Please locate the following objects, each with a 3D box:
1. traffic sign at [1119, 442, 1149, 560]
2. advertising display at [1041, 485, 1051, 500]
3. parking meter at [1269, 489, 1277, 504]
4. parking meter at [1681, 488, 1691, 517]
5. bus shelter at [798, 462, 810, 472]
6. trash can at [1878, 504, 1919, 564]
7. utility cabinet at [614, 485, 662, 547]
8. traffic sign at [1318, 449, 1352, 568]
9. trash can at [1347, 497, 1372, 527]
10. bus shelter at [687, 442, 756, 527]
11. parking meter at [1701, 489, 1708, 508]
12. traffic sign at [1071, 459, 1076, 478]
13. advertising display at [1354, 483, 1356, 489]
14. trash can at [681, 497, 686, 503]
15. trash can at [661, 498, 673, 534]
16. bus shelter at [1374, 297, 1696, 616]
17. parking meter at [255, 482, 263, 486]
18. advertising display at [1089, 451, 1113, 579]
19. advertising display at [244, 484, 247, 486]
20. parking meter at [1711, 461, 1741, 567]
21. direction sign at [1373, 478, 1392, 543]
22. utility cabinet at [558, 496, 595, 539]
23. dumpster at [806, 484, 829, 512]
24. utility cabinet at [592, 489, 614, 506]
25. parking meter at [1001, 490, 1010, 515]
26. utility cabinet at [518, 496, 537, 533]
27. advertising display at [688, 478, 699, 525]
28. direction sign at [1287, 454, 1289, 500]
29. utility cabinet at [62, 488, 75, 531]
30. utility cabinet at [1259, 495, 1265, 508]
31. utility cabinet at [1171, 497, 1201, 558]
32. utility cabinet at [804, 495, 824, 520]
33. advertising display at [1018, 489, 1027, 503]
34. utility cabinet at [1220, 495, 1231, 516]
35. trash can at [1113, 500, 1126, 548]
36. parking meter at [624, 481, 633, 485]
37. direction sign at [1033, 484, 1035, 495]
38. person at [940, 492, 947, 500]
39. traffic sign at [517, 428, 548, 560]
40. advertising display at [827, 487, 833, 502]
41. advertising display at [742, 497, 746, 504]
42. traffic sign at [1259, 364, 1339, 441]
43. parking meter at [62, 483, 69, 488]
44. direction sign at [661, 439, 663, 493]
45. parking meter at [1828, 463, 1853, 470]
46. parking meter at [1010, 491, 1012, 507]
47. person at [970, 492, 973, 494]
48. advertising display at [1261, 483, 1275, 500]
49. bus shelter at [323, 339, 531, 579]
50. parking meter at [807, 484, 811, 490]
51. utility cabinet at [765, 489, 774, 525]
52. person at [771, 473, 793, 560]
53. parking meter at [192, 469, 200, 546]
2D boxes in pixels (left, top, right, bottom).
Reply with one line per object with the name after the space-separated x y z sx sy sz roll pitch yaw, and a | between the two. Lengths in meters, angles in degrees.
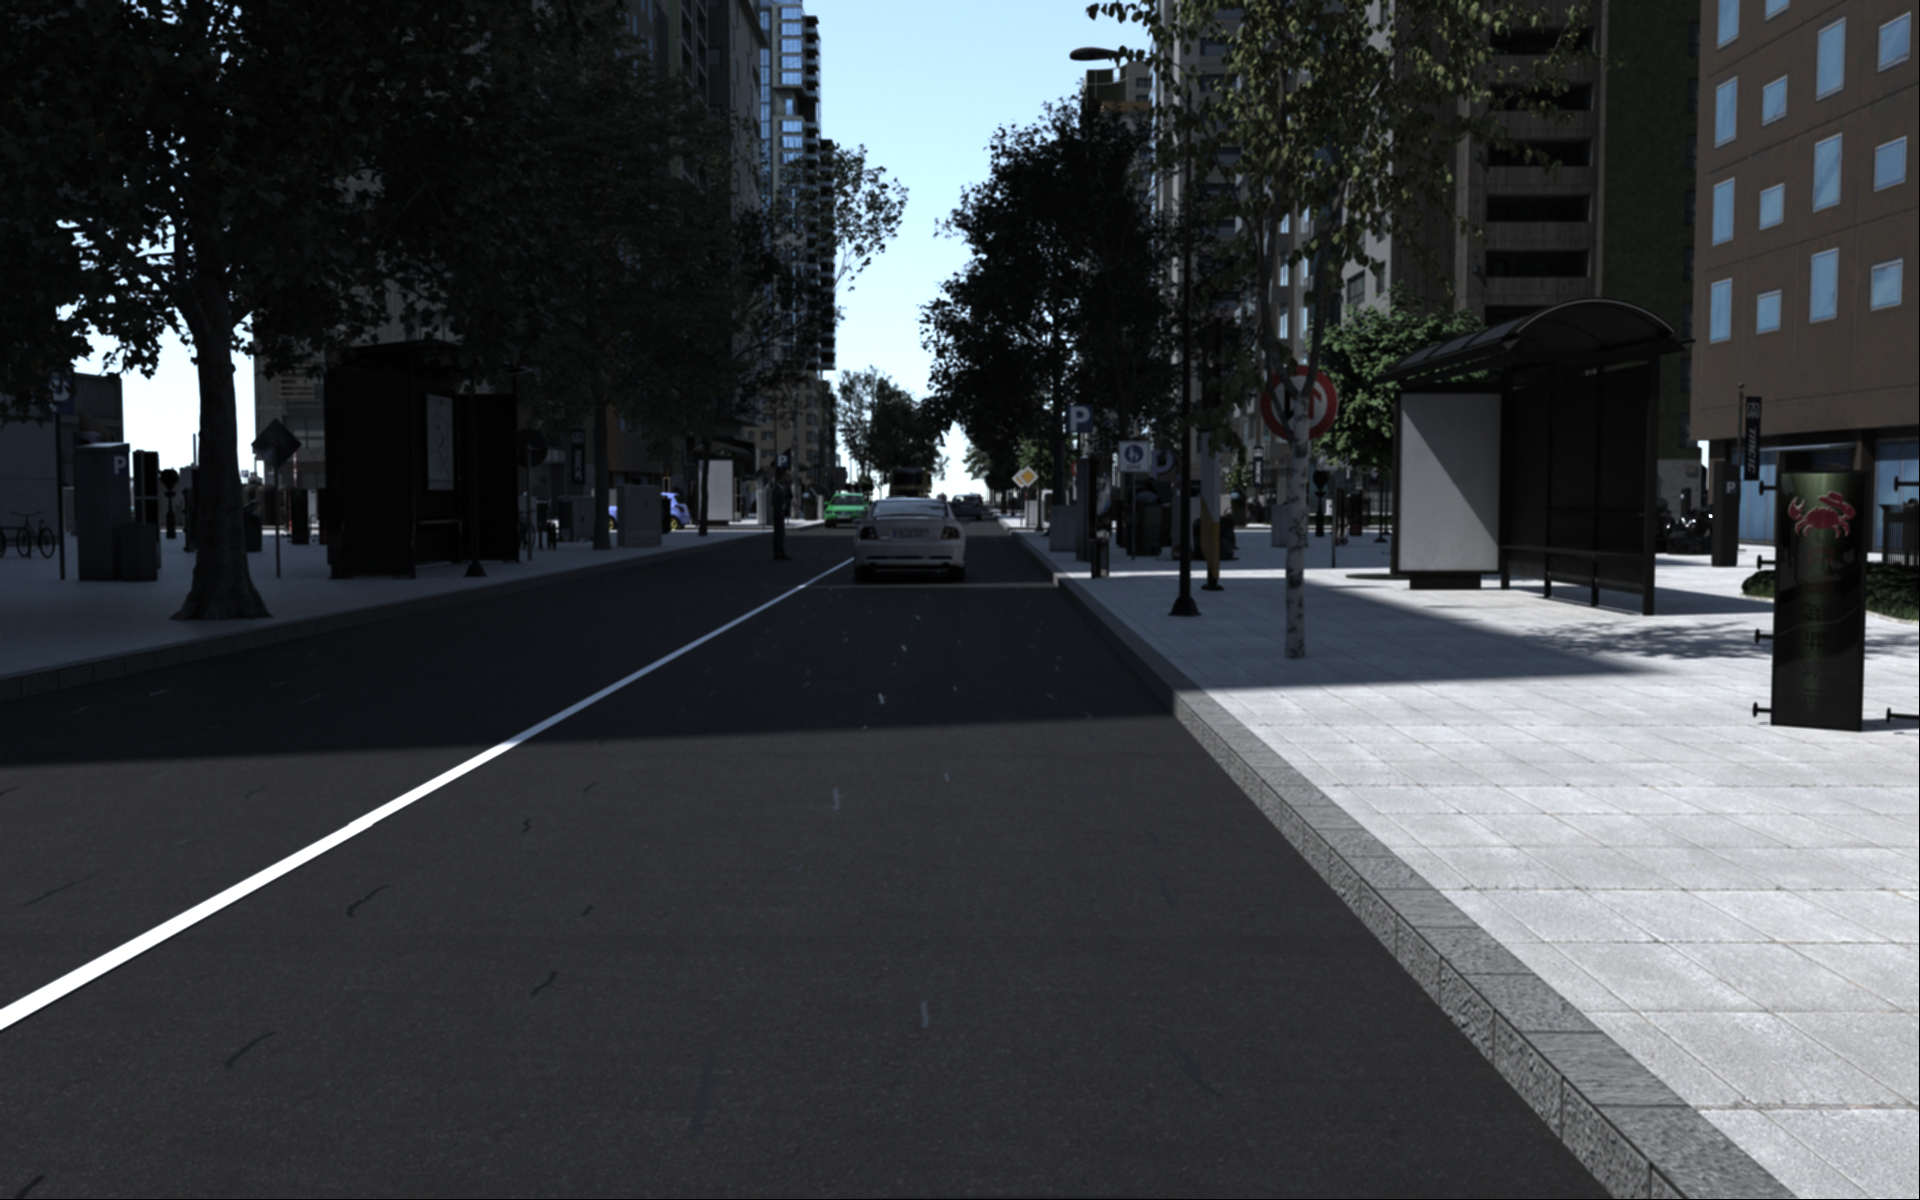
3.367 -1.924 33.585 0.606 2.300 0.079 0 4 7 | traffic sign
4.513 -5.298 91.834 0.123 1.923 0.974 -2 4 -31 | advertising display
16.346 -5.017 90.440 0.372 1.533 0.369 0 3 0 | parking meter
29.150 -3.739 69.544 0.372 1.533 0.369 0 3 0 | parking meter
-10.388 -6.817 105.374 2.014 3.302 5.546 0 4 1 | bus shelter
13.092 -0.751 23.940 0.748 1.137 0.748 0 3 0 | trash can
-7.796 -2.047 42.155 0.318 1.500 1.173 3 4 38 | utility cabinet
6.496 -1.708 30.055 0.606 2.300 0.079 0 4 6 | traffic sign
15.735 -3.427 67.684 0.748 1.137 0.748 0 3 0 | trash can
-9.594 -4.670 70.270 2.014 3.302 5.546 0 4 0 | bus shelter
38.865 -5.022 90.519 0.372 1.533 0.369 0 3 0 | parking meter
4.240 -3.688 60.408 0.768 2.556 0.104 0 4 1 | traffic sign
23.086 -5.824 100.437 0.974 1.923 0.123 -2 4 -34 | advertising display
-13.590 -4.407 83.715 0.748 1.137 0.748 0 3 0 | trash can
-9.671 -2.717 56.079 0.748 1.137 0.748 0 3 0 | trash can
6.563 -1.633 20.621 2.014 3.302 5.546 0 4 0 | bus shelter
-34.327 -4.844 84.917 0.255 1.863 0.399 2 4 27 | parking meter
2.161 -1.309 26.615 0.123 1.923 0.974 1 4 19 | advertising display
-44.105 -6.181 106.281 0.974 1.923 0.123 2 4 26 | advertising display
13.490 -1.516 30.493 0.399 1.863 0.255 -1 4 -12 | parking meter
11.166 -3.295 45.870 0.876 3.537 0.379 -3 4 -38 | direction sign
-11.059 -2.375 50.000 1.020 1.237 0.306 0 4 -1 | utility cabinet
-7.982 -5.562 96.692 1.264 1.857 1.865 0 4 0 | dumpster
-15.324 -4.058 75.027 1.173 1.500 0.318 -1 4 -18 | utility cabinet
2.747 -6.115 108.394 0.372 1.533 0.369 0 3 0 | parking meter
-14.317 -2.790 56.775 1.020 1.237 0.306 2 4 33 | utility cabinet
-10.970 -4.054 71.494 0.123 1.923 0.974 1 4 17 | advertising display
18.525 -6.477 97.900 0.379 3.537 0.876 1 4 13 | direction sign
-29.801 -3.068 58.843 1.173 1.500 0.318 -3 4 -36 | utility cabinet
15.558 -4.775 89.237 0.306 1.237 1.020 1 4 13 | utility cabinet
4.586 -1.453 34.911 0.306 1.237 1.020 2 4 30 | utility cabinet
-7.349 -4.651 87.207 1.020 1.237 0.306 1 4 15 | utility cabinet
4.961 -8.053 136.878 0.974 1.923 0.123 -3 4 -38 | advertising display
15.290 -5.349 98.615 1.020 1.237 0.306 0 4 1 | utility cabinet
4.045 -1.827 41.522 0.748 1.137 0.748 0 3 0 | trash can
-15.045 -4.455 78.555 0.399 1.863 0.255 0 4 3 | parking meter
4.532 -6.979 106.105 0.876 3.537 0.379 -2 4 -33 | direction sign
-2.261 -13.680 232.850 0.721 1.739 1.217 3 5 44 | person
-8.325 -2.039 33.437 0.768 2.556 0.104 0 4 4 | traffic sign
-8.376 -6.490 111.324 0.123 1.923 0.974 -1 4 -23 | advertising display
-17.803 -8.380 142.227 0.123 1.923 0.974 -3 5 -43 | advertising display
3.325 -1.037 17.065 0.768 2.556 0.104 0 4 5 | traffic sign
-45.657 -5.050 88.285 0.399 1.863 0.255 0 4 2 | parking meter
-12.072 -4.783 70.195 0.379 3.537 0.876 -1 4 -15 | direction sign
16.536 -1.642 32.557 0.255 1.863 0.399 -2 4 -30 | parking meter
3.951 -7.927 138.009 0.372 1.533 0.369 0 3 0 | parking meter
1.666 -15.845 267.439 0.709 1.838 0.599 -3 4 -39 | person
17.912 -5.847 100.817 0.974 1.923 0.123 -2 4 -30 | advertising display
-8.741 -2.318 29.178 1.731 3.624 6.357 0 4 1 | bus shelter
-8.681 -5.812 100.745 0.399 1.863 0.255 3 4 38 | parking meter
-7.730 -3.866 71.893 0.318 1.500 1.173 1 4 12 | utility cabinet
-3.885 -1.843 38.002 0.474 1.900 0.648 0 4 -2 | person
-17.798 -2.141 40.716 0.255 1.863 0.399 3 4 38 | parking meter
